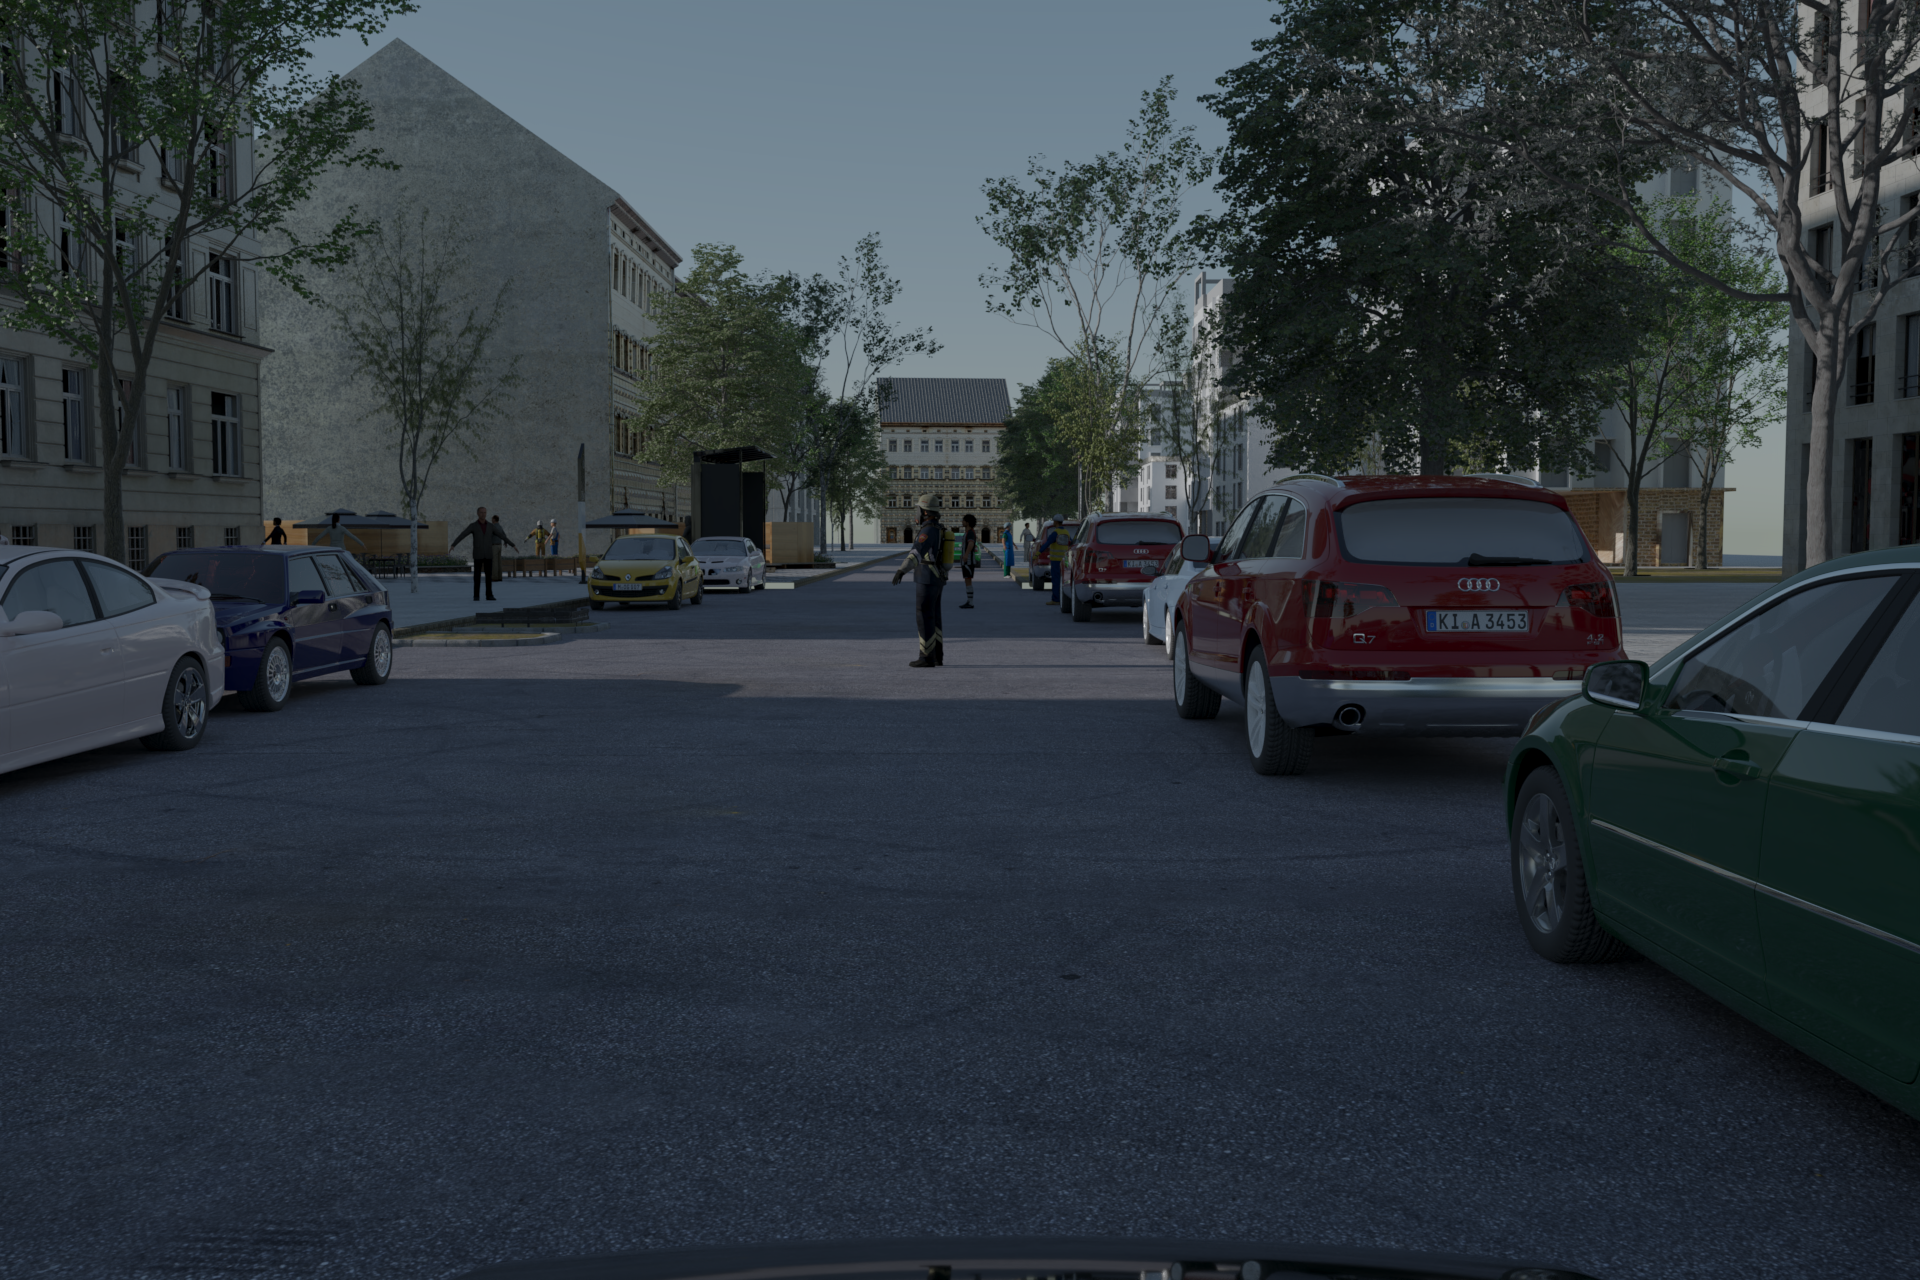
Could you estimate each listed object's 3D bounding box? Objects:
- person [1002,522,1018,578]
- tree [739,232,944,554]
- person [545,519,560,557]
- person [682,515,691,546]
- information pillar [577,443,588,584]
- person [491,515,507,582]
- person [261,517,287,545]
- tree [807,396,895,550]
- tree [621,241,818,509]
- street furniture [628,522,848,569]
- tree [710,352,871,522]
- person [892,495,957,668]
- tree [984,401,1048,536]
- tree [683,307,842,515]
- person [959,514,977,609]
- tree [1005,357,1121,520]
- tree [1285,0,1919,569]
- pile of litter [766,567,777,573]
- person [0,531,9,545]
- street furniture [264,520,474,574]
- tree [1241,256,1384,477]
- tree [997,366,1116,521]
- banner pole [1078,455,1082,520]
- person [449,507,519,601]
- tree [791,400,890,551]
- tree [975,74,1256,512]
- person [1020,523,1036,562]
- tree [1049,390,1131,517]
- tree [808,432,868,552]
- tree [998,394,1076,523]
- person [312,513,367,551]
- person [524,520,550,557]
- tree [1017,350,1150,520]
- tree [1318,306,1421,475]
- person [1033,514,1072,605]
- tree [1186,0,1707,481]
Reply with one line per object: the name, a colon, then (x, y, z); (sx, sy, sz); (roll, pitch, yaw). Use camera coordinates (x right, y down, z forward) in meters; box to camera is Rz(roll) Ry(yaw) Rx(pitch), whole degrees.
person: (1.599, -2.936, 56.583); (0.704, 1.817, 1.347); (1, 4, 19)
tree: (-7.793, -15.465, 108.738); (12.611, 20.169, 13.585); (0, 3, 0)
person: (-15.297, -3.630, 65.203); (0.705, 1.847, 1.347); (0, 4, 6)
person: (-7.762, -2.647, 49.404); (0.705, 1.813, 1.348); (1, 4, 13)
information pillar: (-9.700, -3.247, 44.437); (0.183, 3.616, 0.504); (0, 3, 0)
person: (-12.523, -2.471, 46.670); (0.705, 1.796, 1.348); (1, 4, 16)
person: (-18.716, -2.481, 47.282); (0.721, 1.740, 1.216); (1, 4, 10)
tree: (-9.349, -13.738, 142.747); (7.486, 12.596, 7.792); (0, 3, 0)
tree: (-9.407, -9.182, 68.250); (7.486, 12.596, 7.792); (0, 3, 0)
street furniture: (-8.423, -3.616, 65.984); (9.812, 1.723, 11.010); (-3, 5, -41)
tree: (-9.066, -9.449, 88.910); (8.767, 10.594, 7.601); (-1, 4, -17)
person: (-0.357, -0.640, 18.701); (0.705, 1.856, 1.354); (1, 4, 22)
tree: (6.832, -14.981, 151.597); (9.857, 13.997, 8.962); (0, 3, 0)
tree: (-8.927, -9.324, 78.202); (9.928, 11.665, 9.643); (0, 3, 0)
person: (0.136, -1.516, 33.390); (0.704, 1.843, 1.345); (0, 4, -2)
tree: (6.740, -11.851, 111.894); (7.486, 12.596, 7.792); (0, 3, 0)
tree: (8.990, -6.569, 17.776); (12.009, 13.543, 11.850); (0, 3, 0)
pile of litter: (-6.711, -2.690, 57.941); (1.176, 0.858, 1.719); (0, 4, -1)
person: (-19.319, -1.556, 34.670); (0.799, 1.438, 0.628); (2, 4, 26)
street furniture: (-21.109, -3.065, 56.967); (11.010, 1.723, 9.812); (3, 5, 42)
tree: (9.414, -5.798, 45.155); (4.737, 8.622, 4.395); (0, 3, 0)
tree: (6.885, -13.498, 127.350); (9.857, 13.997, 8.962); (0, 3, 0)
banner pole: (3.797, -3.958, 54.725); (0.401, 3.779, 0.863); (0, 4, -1)
person: (-9.185, -1.662, 33.356); (1.348, 1.807, 0.705); (-2, 4, -30)
tree: (-8.832, -12.459, 129.456); (9.928, 11.665, 9.643); (0, 3, 0)
tree: (6.540, -13.303, 73.396); (12.611, 20.169, 13.585); (0, 3, 0)
person: (3.085, -4.445, 78.869); (0.705, 1.806, 1.347); (3, 4, 37)
tree: (6.302, -8.503, 89.391); (4.360, 8.622, 3.978); (0, 3, 0)
tree: (-8.735, -10.478, 121.685); (4.737, 8.622, 4.395); (0, 3, 0)
tree: (6.379, -13.505, 138.925); (7.486, 12.596, 7.792); (0, 3, 0)
person: (-13.418, -1.868, 37.378); (1.217, 1.735, 0.721); (0, 4, -2)
person: (-17.485, -4.062, 72.183); (1.354, 1.858, 0.705); (0, 4, -8)
tree: (7.087, -10.596, 98.992); (9.928, 11.665, 9.643); (0, 3, 0)
tree: (12.985, -6.388, 54.801); (4.360, 8.622, 3.978); (0, 3, 0)
person: (1.965, -1.626, 35.009); (0.705, 1.833, 1.349); (3, 5, 40)
tree: (8.907, -7.686, 32.317); (9.857, 13.997, 8.962); (0, 3, 0)
